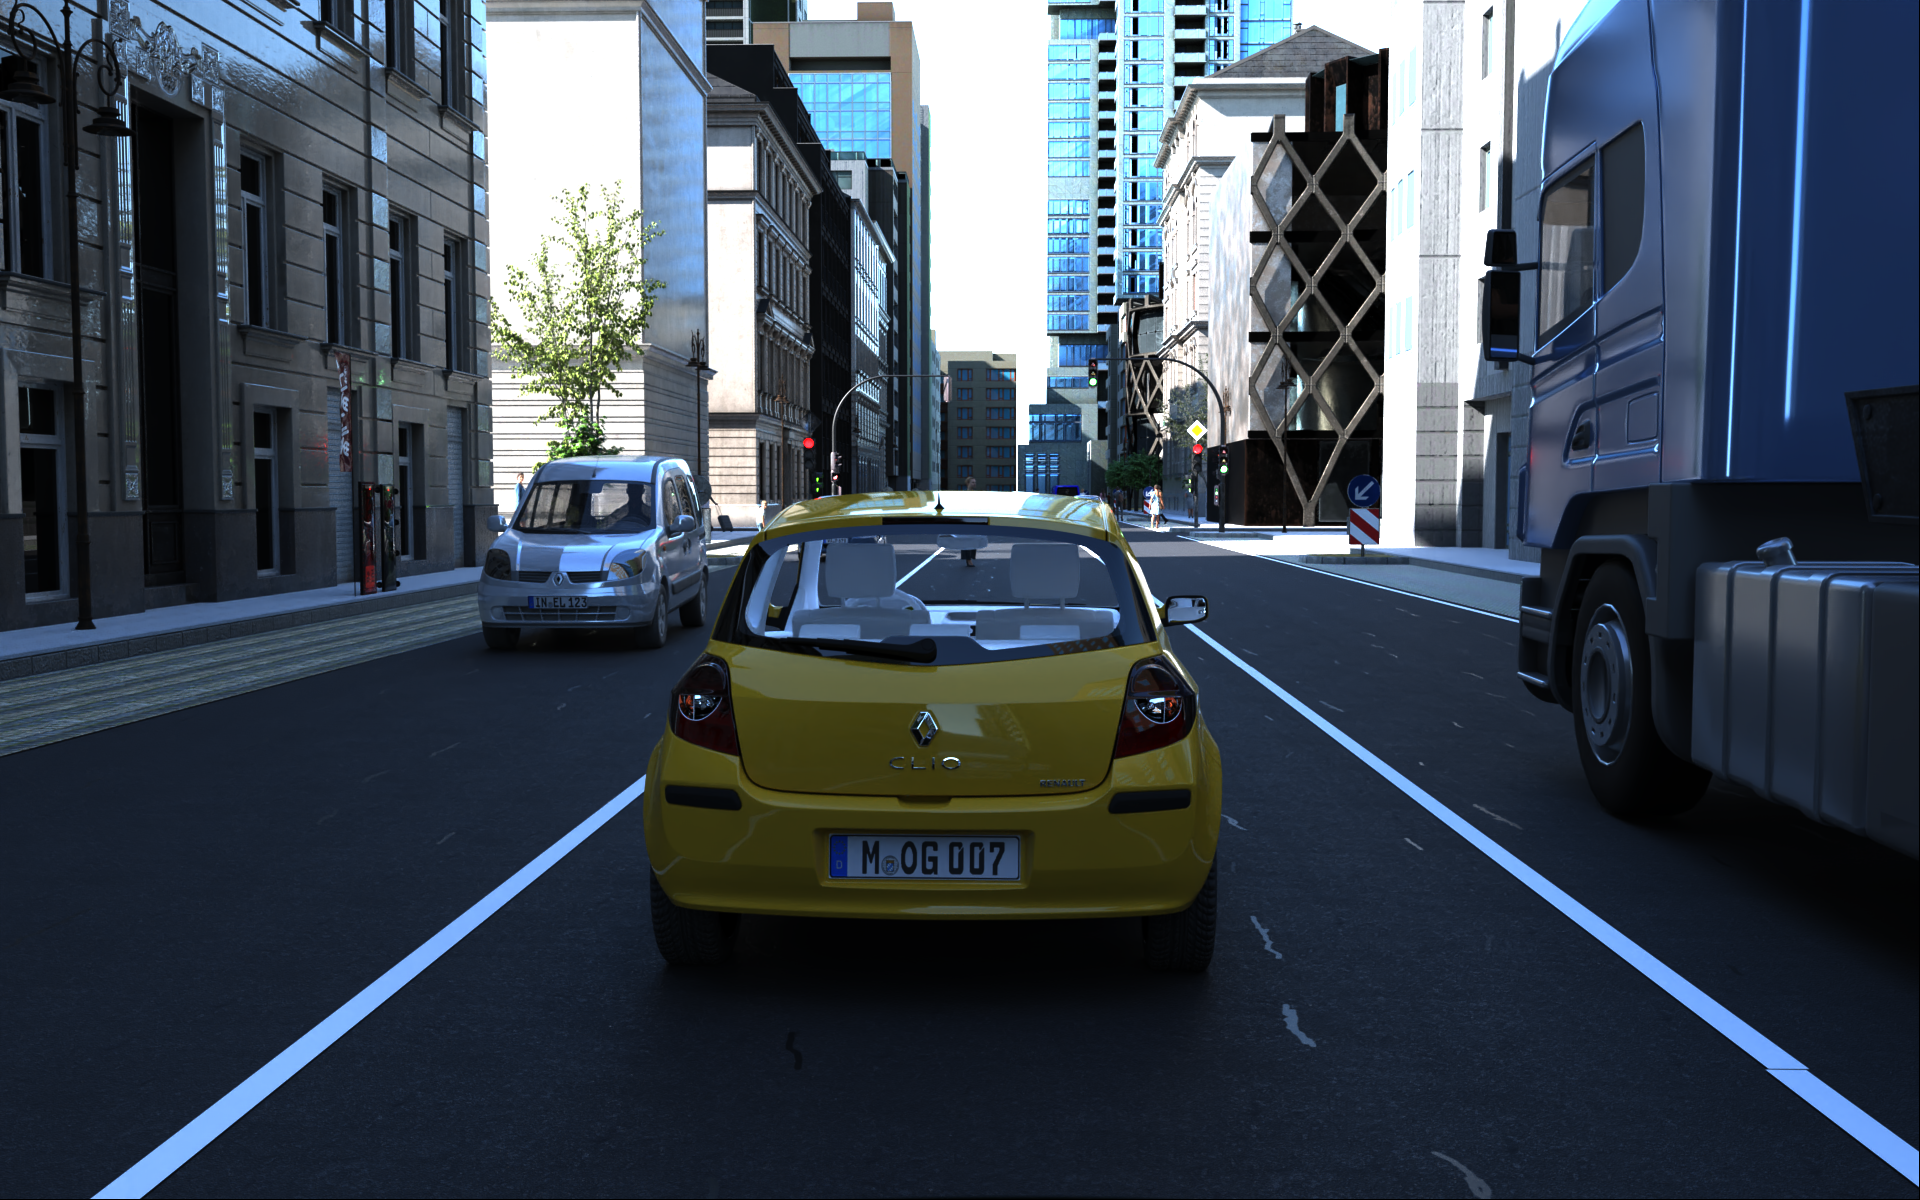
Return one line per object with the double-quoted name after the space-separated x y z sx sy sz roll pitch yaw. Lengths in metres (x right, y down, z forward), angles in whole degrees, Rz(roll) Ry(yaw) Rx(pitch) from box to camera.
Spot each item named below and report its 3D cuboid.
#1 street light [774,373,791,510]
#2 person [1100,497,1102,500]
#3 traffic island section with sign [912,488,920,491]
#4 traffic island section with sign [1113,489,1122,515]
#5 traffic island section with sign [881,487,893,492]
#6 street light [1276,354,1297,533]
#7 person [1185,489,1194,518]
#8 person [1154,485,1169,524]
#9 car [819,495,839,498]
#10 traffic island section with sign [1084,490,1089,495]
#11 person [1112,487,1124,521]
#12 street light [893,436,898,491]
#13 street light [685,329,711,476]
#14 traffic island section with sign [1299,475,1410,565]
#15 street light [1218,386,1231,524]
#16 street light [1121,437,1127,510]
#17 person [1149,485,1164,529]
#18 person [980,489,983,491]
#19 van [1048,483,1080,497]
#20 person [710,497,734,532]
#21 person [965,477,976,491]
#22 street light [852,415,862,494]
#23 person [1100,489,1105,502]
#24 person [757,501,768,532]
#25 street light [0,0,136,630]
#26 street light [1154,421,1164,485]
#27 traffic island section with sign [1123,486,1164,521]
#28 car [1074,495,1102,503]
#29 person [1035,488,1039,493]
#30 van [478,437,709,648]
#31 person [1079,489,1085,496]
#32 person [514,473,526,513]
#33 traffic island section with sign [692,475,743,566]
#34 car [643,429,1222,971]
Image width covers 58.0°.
-6.808 -5.734 66.545 0.468 5.910 1.993 0 4 2 "street light"
7.588 -4.846 92.408 0.352 1.250 0.332 0 4 5 "person"
-2.959 -6.681 117.865 1.989 1.847 2.006 0 4 2 "traffic island section with sign"
10.577 -6.683 117.900 1.989 1.847 2.006 0 4 2 "traffic island section with sign"
-3.758 -5.033 90.922 1.989 1.847 2.006 0 4 2 "traffic island section with sign"
10.771 -5.171 57.328 0.468 5.910 1.993 0 4 2 "street light"
12.278 -5.240 92.070 0.716 1.782 0.532 -1 4 -10 "person"
9.494 -4.502 82.011 0.836 1.842 0.656 -2 4 -25 "person"
-2.589 -1.636 38.746 2.014 1.417 4.499 0 4 1 "car"
12.105 -9.788 168.653 1.989 1.847 2.006 0 4 2 "traffic island section with sign"
8.397 -5.095 91.772 0.622 1.834 0.822 0 4 2 "person"
-4.925 -9.711 131.569 0.468 5.910 1.993 0 4 2 "street light"
-7.322 -4.636 48.582 0.468 5.910 1.993 0 4 2 "street light"
8.115 -1.670 35.925 1.989 1.847 2.006 0 4 2 "traffic island section with sign"
11.376 -6.206 74.261 0.468 5.910 1.993 0 4 2 "street light"
13.330 -10.258 140.506 0.468 5.910 1.993 0 4 2 "street light"
8.048 -3.810 70.891 0.616 1.811 0.778 1 4 21 "person"
1.406 -6.262 111.438 0.362 1.759 0.519 -3 5 -43 "person"
7.526 -7.326 124.169 2.240 2.365 5.245 0 4 0 "van"
-8.471 -3.221 58.924 1.509 1.804 0.699 3 5 40 "person"
0.156 -1.552 34.301 0.576 1.772 0.534 -3 5 -40 "person"
-5.884 -7.719 98.997 0.468 5.910 1.993 0 4 2 "street light"
10.362 -7.182 125.939 0.555 1.821 0.388 -3 5 -40 "person"
-5.440 -2.112 47.718 0.352 1.250 0.332 1 4 20 "person"
-8.307 -2.660 16.275 0.468 5.910 1.993 0 4 2 "street light"
12.325 -8.231 107.367 0.468 5.910 1.993 0 4 2 "street light"
9.764 -5.028 90.829 1.989 1.847 2.006 0 4 2 "traffic island section with sign"
6.365 -4.605 87.649 2.083 1.381 4.827 0 4 0 "car"
5.592 -7.092 124.268 0.447 1.846 0.655 1 4 16 "person"
-3.587 -0.636 17.416 2.013 2.044 4.112 0 4 0 "van"
8.320 -6.645 117.372 0.641 1.798 0.478 -3 4 -38 "person"
-11.096 -2.293 43.558 0.654 1.822 0.581 1 4 14 "person"
-5.419 -1.635 35.356 1.989 1.847 2.006 0 4 2 "traffic island section with sign"
-0.005 0.218 6.662 2.015 1.641 3.980 0 4 3 "car"
